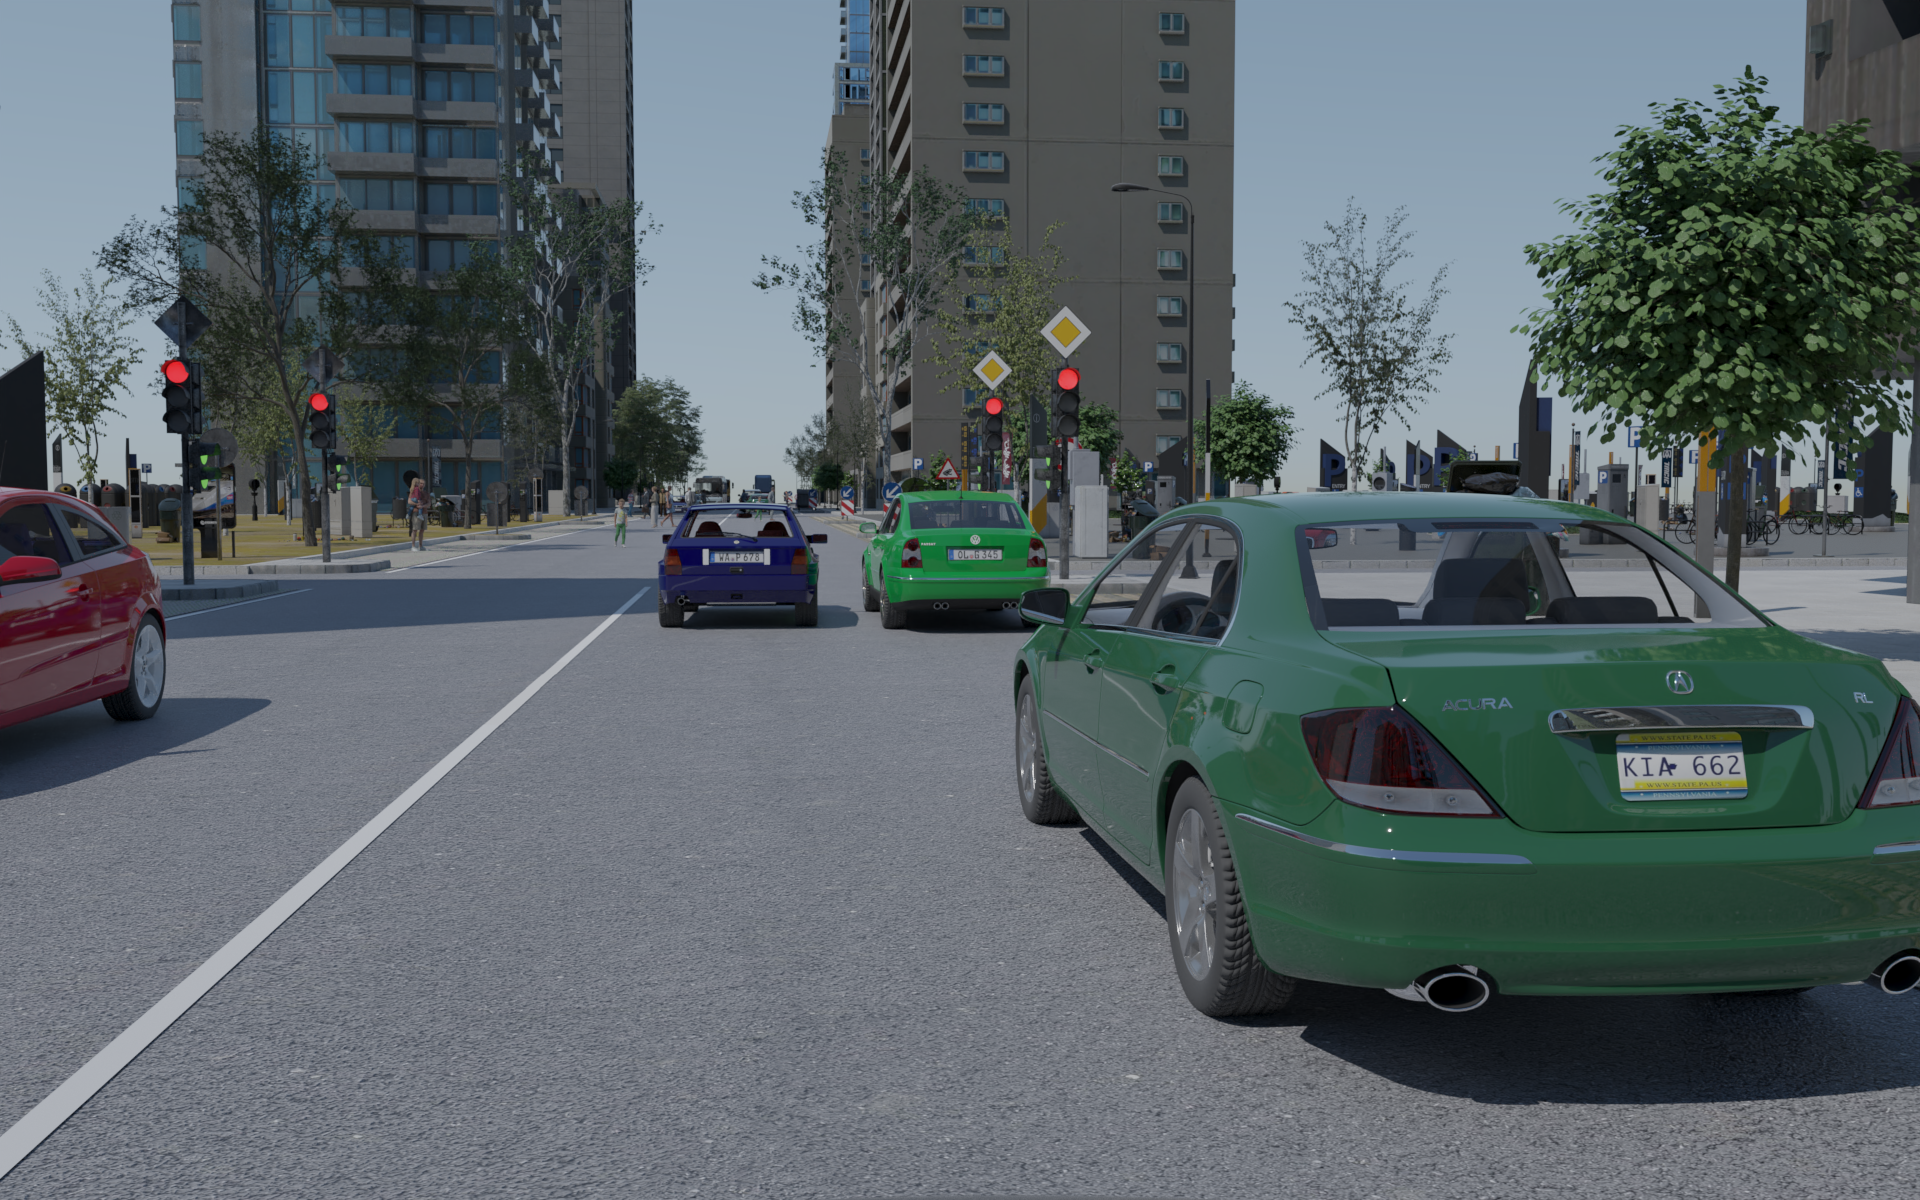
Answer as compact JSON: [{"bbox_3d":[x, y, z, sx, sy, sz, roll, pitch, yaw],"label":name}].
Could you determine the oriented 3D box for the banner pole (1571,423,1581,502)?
[{"bbox_3d":[21.533,-4.320,60.642,0.401,3.779,0.863,0,4,-4],"label":"banner pole"}]

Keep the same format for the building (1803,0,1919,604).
[{"bbox_3d":[16.749,-15.011,17.132,14.160,30.474,14.107,0,4,-7],"label":"building"}]

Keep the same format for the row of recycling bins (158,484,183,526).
[{"bbox_3d":[-32.309,-3.840,69.902,1.069,1.692,3.534,0,4,1],"label":"row of recycling bins"}]

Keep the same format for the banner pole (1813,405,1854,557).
[{"bbox_3d":[17.975,-2.783,35.525,0.863,3.779,0.401,-1,4,-13],"label":"banner pole"}]

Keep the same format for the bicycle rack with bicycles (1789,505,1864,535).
[{"bbox_3d":[27.337,-2.542,54.944,2.852,0.926,2.925,-2,4,-30],"label":"bicycle rack with bicycles"}]

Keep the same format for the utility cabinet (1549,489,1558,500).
[{"bbox_3d":[28.074,-4.484,81.987,1.173,1.500,0.318,1,4,21],"label":"utility cabinet"}]

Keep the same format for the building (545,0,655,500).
[{"bbox_3d":[-50.502,-48.074,224.261,20.563,71.187,20.611,0,4,-7],"label":"building"}]

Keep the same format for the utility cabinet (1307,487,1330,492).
[{"bbox_3d":[11.179,-2.771,53.977,0.318,1.500,1.173,2,4,33],"label":"utility cabinet"}]

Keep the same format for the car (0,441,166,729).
[{"bbox_3d":[-5.863,-0.027,9.481,2.155,1.783,4.494,0,4,-7],"label":"car"}]

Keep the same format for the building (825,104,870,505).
[{"bbox_3d":[-5.432,-36.026,212.723,21.300,48.544,21.600,0,4,-7],"label":"building"}]

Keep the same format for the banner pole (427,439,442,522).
[{"bbox_3d":[-24.017,-5.445,79.044,0.401,3.779,0.863,3,5,41],"label":"banner pole"}]

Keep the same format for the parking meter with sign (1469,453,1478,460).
[{"bbox_3d":[20.987,-4.712,73.304,1.738,3.016,0.543,-1,4,-15],"label":"parking meter with sign"}]

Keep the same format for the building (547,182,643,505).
[{"bbox_3d":[-53.905,-31.224,202.386,32.217,40.220,23.993,0,4,-7],"label":"building"}]

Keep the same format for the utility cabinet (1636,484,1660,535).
[{"bbox_3d":[15.196,-1.813,38.323,0.318,1.500,1.173,1,4,13],"label":"utility cabinet"}]

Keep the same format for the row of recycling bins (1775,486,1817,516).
[{"bbox_3d":[45.931,-5.412,95.596,1.069,1.692,3.534,-1,4,-11],"label":"row of recycling bins"}]

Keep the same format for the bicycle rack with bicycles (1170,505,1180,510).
[{"bbox_3d":[8.331,-2.785,58.922,2.852,0.926,2.925,0,4,2],"label":"bicycle rack with bicycles"}]

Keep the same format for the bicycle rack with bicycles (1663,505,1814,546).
[{"bbox_3d":[19.307,-1.860,43.786,2.925,0.926,2.852,0,4,-5],"label":"bicycle rack with bicycles"}]

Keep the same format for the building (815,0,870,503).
[{"bbox_3d":[-9.527,-57.438,251.787,22.319,86.520,31.000,0,4,-7],"label":"building"}]

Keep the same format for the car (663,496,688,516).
[{"bbox_3d":[-18.448,-6.141,112.990,1.945,1.354,3.894,0,4,-8],"label":"car"}]

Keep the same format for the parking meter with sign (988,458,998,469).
[{"bbox_3d":[1.019,-5.229,81.757,0.543,3.016,1.738,3,5,43],"label":"parking meter with sign"}]

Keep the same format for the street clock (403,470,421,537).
[{"bbox_3d":[-16.466,-2.905,52.059,0.471,2.002,0.358,0,4,-4],"label":"street clock"}]

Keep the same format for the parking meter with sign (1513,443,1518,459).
[{"bbox_3d":[18.770,-3.777,58.016,0.543,3.016,1.738,1,4,19],"label":"parking meter with sign"}]

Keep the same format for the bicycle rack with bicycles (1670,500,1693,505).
[{"bbox_3d":[46.596,-5.968,110.954,2.925,0.926,2.852,1,4,16],"label":"bicycle rack with bicycles"}]

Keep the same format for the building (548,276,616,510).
[{"bbox_3d":[-45.220,-18.673,150.337,27.650,21.520,28.899,0,4,-7],"label":"building"}]

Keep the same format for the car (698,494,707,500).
[{"bbox_3d":[-22.648,-8.307,147.611,2.131,1.459,4.920,-1,4,-9],"label":"car"}]

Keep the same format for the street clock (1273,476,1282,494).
[{"bbox_3d":[12.973,-4.054,70.852,0.358,2.002,0.471,1,4,19],"label":"street clock"}]

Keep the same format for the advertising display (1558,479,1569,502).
[{"bbox_3d":[25.529,-4.149,73.050,0.974,1.923,0.123,-3,5,-41],"label":"advertising display"}]

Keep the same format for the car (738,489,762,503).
[{"bbox_3d":[-17.557,-8.393,145.903,2.281,1.827,5.304,-1,4,-9],"label":"car"}]

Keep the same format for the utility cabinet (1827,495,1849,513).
[{"bbox_3d":[40.864,-4.257,80.770,0.306,1.237,1.020,-2,4,-30],"label":"utility cabinet"}]

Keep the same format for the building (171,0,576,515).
[{"bbox_3d":[-39.953,-30.623,120.292,23.786,49.044,30.456,0,4,-7],"label":"building"}]

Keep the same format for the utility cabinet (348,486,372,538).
[{"bbox_3d":[-17.551,-2.577,50.805,0.318,1.500,1.173,-2,4,-34],"label":"utility cabinet"}]

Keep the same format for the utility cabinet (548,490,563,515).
[{"bbox_3d":[-24.287,-5.883,104.859,1.173,1.500,0.318,0,4,3],"label":"utility cabinet"}]

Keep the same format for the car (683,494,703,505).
[{"bbox_3d":[-22.075,-7.968,142.067,2.131,1.459,4.920,0,4,-6],"label":"car"}]

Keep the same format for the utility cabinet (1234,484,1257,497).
[{"bbox_3d":[6.197,-1.766,37.561,0.318,1.500,1.173,0,4,0],"label":"utility cabinet"}]

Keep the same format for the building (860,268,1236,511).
[{"bbox_3d":[6.148,-18.572,148.693,27.650,21.520,28.899,0,4,-7],"label":"building"}]

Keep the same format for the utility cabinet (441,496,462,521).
[{"bbox_3d":[-22.262,-3.957,75.865,0.306,1.237,1.020,2,4,24],"label":"utility cabinet"}]

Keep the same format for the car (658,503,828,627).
[{"bbox_3d":[-2.500,-0.455,20.025,1.945,1.354,3.894,0,4,-5],"label":"car"}]

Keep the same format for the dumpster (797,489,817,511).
[{"bbox_3d":[-13.234,-8.663,149.852,1.865,1.857,1.264,0,4,-7],"label":"dumpster"}]

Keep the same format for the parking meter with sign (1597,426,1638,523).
[{"bbox_3d":[16.591,-2.925,44.092,1.738,3.016,0.543,-2,4,-24],"label":"parking meter with sign"}]

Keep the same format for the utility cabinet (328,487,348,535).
[{"bbox_3d":[-19.323,-2.762,53.830,0.318,1.500,1.173,-3,5,-41],"label":"utility cabinet"}]

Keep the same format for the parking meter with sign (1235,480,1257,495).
[{"bbox_3d":[14.413,-5.500,86.178,1.738,3.016,0.543,-1,4,-22],"label":"parking meter with sign"}]

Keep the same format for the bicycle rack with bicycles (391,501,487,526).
[{"bbox_3d":[-21.601,-3.527,71.042,2.925,0.926,2.852,1,4,21],"label":"bicycle rack with bicycles"}]

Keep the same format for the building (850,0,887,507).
[{"bbox_3d":[-0.237,-44.835,171.302,20.563,71.187,20.611,0,4,-7],"label":"building"}]

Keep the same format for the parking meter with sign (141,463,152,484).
[{"bbox_3d":[-46.871,-6.291,99.117,1.738,3.016,0.543,3,5,42],"label":"parking meter with sign"}]

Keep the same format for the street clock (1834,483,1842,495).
[{"bbox_3d":[58.211,-6.747,114.887,0.358,2.002,0.471,-1,4,-21],"label":"street clock"}]

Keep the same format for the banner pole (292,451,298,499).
[{"bbox_3d":[-38.998,-6.824,101.588,0.401,3.779,0.863,-3,5,-43],"label":"banner pole"}]

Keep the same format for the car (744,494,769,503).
[{"bbox_3d":[-13.769,-6.555,118.969,2.131,1.459,4.920,0,4,-8],"label":"car"}]

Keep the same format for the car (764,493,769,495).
[{"bbox_3d":[-24.020,-12.459,212.745,2.155,1.783,4.494,0,4,-7],"label":"car"}]

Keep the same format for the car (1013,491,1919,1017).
[{"bbox_3d":[1.361,0.338,6.272,2.131,1.459,4.920,0,4,-7],"label":"car"}]

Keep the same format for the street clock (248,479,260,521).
[{"bbox_3d":[-33.797,-4.796,82.981,0.358,2.002,0.471,2,4,33],"label":"street clock"}]

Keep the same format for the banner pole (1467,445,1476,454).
[{"bbox_3d":[26.128,-6.032,88.645,0.863,3.779,0.401,-2,4,-25],"label":"banner pole"}]

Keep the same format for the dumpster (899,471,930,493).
[{"bbox_3d":[-1.951,-4.329,73.278,1.502,2.255,1.985,0,4,-7],"label":"dumpster"}]

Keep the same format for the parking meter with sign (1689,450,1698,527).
[{"bbox_3d":[29.024,-4.361,67.563,0.543,3.016,1.738,0,4,1],"label":"parking meter with sign"}]

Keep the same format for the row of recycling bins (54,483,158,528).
[{"bbox_3d":[-32.307,-3.552,65.182,3.534,1.692,1.069,0,4,2],"label":"row of recycling bins"}]

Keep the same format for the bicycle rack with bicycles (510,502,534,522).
[{"bbox_3d":[-21.450,-4.176,81.657,2.925,0.926,2.852,-1,4,-14],"label":"bicycle rack with bicycles"}]

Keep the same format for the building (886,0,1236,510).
[{"bbox_3d":[6.286,-30.454,121.622,21.300,48.544,21.600,0,4,-7],"label":"building"}]

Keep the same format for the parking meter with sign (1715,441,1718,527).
[{"bbox_3d":[25.831,-3.744,57.470,1.738,3.016,0.543,-1,4,-13],"label":"parking meter with sign"}]

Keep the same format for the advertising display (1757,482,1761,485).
[{"bbox_3d":[42.986,-5.365,92.930,0.974,1.923,0.123,-3,5,-43],"label":"advertising display"}]

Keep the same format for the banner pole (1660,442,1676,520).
[{"bbox_3d":[33.738,-5.644,82.299,0.863,3.779,0.401,1,4,13],"label":"banner pole"}]

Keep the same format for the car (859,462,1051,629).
[{"bbox_3d":[-0.133,-0.676,19.855,1.959,1.807,4.718,0,4,-7],"label":"car"}]
